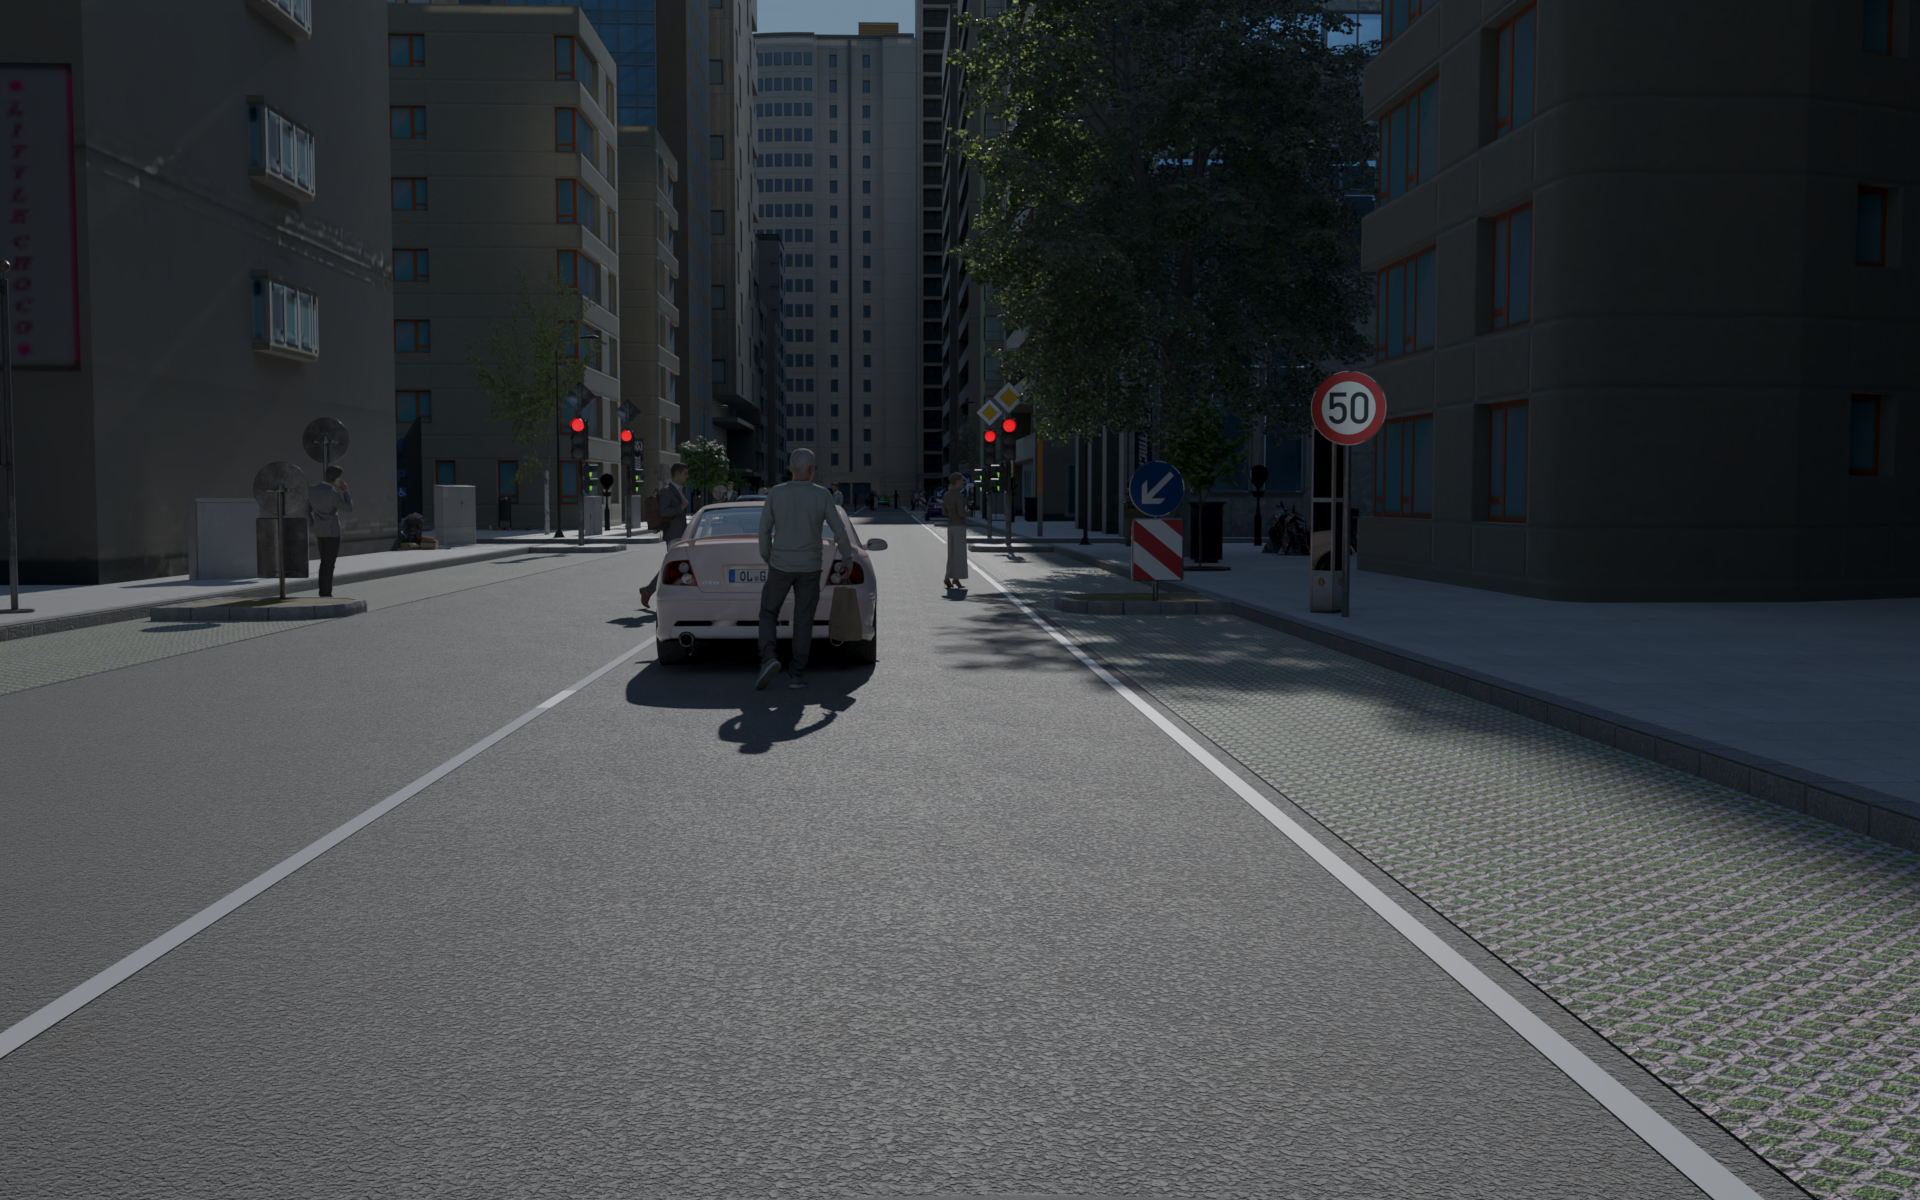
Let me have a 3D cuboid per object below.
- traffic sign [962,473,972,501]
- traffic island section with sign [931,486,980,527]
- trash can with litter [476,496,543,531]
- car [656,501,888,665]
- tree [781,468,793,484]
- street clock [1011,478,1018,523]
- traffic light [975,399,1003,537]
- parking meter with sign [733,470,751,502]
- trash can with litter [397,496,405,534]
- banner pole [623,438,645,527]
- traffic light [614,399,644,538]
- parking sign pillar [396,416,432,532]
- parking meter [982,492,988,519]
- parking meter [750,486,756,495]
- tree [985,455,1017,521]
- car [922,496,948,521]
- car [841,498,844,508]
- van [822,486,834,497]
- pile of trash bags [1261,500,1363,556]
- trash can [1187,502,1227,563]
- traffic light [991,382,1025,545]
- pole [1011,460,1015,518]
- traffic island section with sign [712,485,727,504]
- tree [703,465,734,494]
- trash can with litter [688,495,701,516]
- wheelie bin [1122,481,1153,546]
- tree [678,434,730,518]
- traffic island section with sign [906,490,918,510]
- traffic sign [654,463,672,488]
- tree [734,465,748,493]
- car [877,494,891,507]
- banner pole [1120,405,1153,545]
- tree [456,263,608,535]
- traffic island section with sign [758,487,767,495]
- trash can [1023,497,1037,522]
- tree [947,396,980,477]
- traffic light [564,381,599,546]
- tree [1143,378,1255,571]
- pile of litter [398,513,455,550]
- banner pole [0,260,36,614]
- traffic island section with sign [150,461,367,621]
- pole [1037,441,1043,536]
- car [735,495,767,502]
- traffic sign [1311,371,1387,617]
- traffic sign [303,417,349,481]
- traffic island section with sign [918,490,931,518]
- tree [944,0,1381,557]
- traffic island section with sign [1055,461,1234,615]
[{"bbox_3d":[0.339,-6.357,104.034,0.768,2.556,0.104,0,4,-2],"label":"traffic sign"},{"bbox_3d":[-0.141,-4.127,76.111,1.989,1.847,2.006,0,4,-2],"label":"traffic island section with sign"},{"bbox_3d":[-15.715,-3.038,60.734,2.233,1.210,1.678,2,4,24],"label":"trash can with litter"},{"bbox_3d":[-1.698,-0.220,15.961,2.083,1.381,4.827,0,4,-3],"label":"car"},{"bbox_3d":[-17.596,-12.307,184.930,4.285,4.588,4.351,0,3,0],"label":"tree"},{"bbox_3d":[2.351,-4.476,77.757,0.471,2.002,0.358,1,4,13],"label":"street clock"},{"bbox_3d":[0.857,-3.823,51.419,0.839,4.253,0.868,0,4,-2],"label":"traffic light"},{"bbox_3d":[-15.404,-7.848,124.574,1.738,3.016,0.543,0,4,2],"label":"parking meter with sign"},{"bbox_3d":[-18.283,-2.747,55.978,1.678,1.210,2.233,-1,4,-20],"label":"trash can with litter"},{"bbox_3d":[-12.850,-4.784,68.238,0.863,3.779,0.401,-1,4,-10],"label":"banner pole"},{"bbox_3d":[-9.743,-3.794,50.951,0.839,4.253,0.868,0,4,-2],"label":"traffic light"},{"bbox_3d":[-18.940,-4.346,59.529,1.447,3.967,1.447,0,4,5],"label":"parking sign pillar"},{"bbox_3d":[1.323,-4.983,89.875,0.372,1.533,0.369,0,3,0],"label":"parking meter"},{"bbox_3d":[-14.595,-7.113,122.004,0.399,1.863,0.255,2,4,26],"label":"parking meter"},{"bbox_3d":[1.631,-5.420,83.224,1.663,3.219,1.824,0,3,0],"label":"tree"},{"bbox_3d":[-1.034,-4.895,92.616,1.945,1.354,3.894,0,4,-2],"label":"car"},{"bbox_3d":[-11.242,-8.865,153.734,1.959,1.807,4.718,0,4,-4],"label":"car"},{"bbox_3d":[-10.465,-7.860,132.900,2.240,2.365,5.245,0,4,-4],"label":"van"},{"bbox_3d":[7.538,-1.627,36.349,1.912,1.369,3.447,0,4,-1],"label":"pile of trash bags"},{"bbox_3d":[4.602,-1.265,32.333,0.748,1.137,0.748,0,3,0],"label":"trash can"},{"bbox_3d":[1.199,-3.335,43.441,0.839,4.253,0.868,0,4,-2],"label":"traffic light"},{"bbox_3d":[2.831,-6.010,92.101,0.158,3.312,0.155,0,3,0],"label":"pole"},{"bbox_3d":[-10.546,-4.140,76.324,1.989,1.847,2.006,0,4,-2],"label":"traffic island section with sign"},{"bbox_3d":[-14.649,-6.681,103.827,1.663,3.219,1.824,0,3,0],"label":"tree"},{"bbox_3d":[-15.595,-5.469,100.483,2.233,1.210,1.678,0,4,-1],"label":"trash can with litter"},{"bbox_3d":[4.408,-2.112,42.437,0.980,1.594,0.693,2,4,26],"label":"wheelie bin"},{"bbox_3d":[-13.980,-6.737,93.861,4.285,4.588,4.351,0,3,0],"label":"tree"},{"bbox_3d":[-4.613,-10.503,180.356,1.989,1.847,2.006,0,4,-2],"label":"traffic island section with sign"},{"bbox_3d":[-12.367,-4.404,72.109,0.768,2.556,0.104,0,4,-1],"label":"traffic sign"},{"bbox_3d":[-14.915,-7.297,113.899,1.663,3.219,1.824,0,3,0],"label":"tree"},{"bbox_3d":[-8.857,-11.501,196.841,1.959,1.807,4.718,0,4,-2],"label":"car"},{"bbox_3d":[4.505,-3.308,44.098,0.863,3.779,0.401,0,4,-1],"label":"banner pole"},{"bbox_3d":[-13.298,-6.372,54.543,4.737,8.622,4.395,0,3,0],"label":"tree"},{"bbox_3d":[-11.716,-5.819,103.771,1.989,1.847,2.006,0,4,-2],"label":"traffic island section with sign"},{"bbox_3d":[3.283,-4.170,79.832,0.748,1.137,0.748,0,3,0],"label":"trash can"},{"bbox_3d":[0.765,-10.986,129.979,4.360,8.622,3.978,0,3,0],"label":"tree"},{"bbox_3d":[-9.402,-3.306,42.973,0.839,4.253,0.868,0,4,-2],"label":"traffic light"},{"bbox_3d":[4.170,-2.108,29.062,1.663,3.219,1.824,0,3,0],"label":"tree"},{"bbox_3d":[-12.565,-1.591,39.985,1.719,0.858,1.176,0,4,-5],"label":"pile of litter"},{"bbox_3d":[-10.246,-1.738,18.427,0.401,3.779,0.863,0,4,0],"label":"banner pole"},{"bbox_3d":[-8.148,-0.721,20.417,1.989,1.847,2.006,0,4,-2],"label":"traffic island section with sign"},{"bbox_3d":[2.425,-3.578,52.347,0.158,3.312,0.155,0,3,0],"label":"pole"},{"bbox_3d":[-6.360,-2.594,54.410,2.014,1.417,4.499,0,4,-3],"label":"car"},{"bbox_3d":[4.019,-1.093,17.984,0.768,2.556,0.104,0,4,7],"label":"traffic sign"},{"bbox_3d":[-10.503,-1.749,28.704,0.768,2.556,0.104,0,4,-1],"label":"traffic sign"},{"bbox_3d":[-1.307,-5.775,103.041,1.989,1.847,2.006,0,4,-2],"label":"traffic island section with sign"},{"bbox_3d":[4.359,-7.861,35.190,9.857,13.997,8.962,0,3,0],"label":"tree"},{"bbox_3d":[2.202,-0.778,21.350,1.989,1.847,2.006,0,4,-2],"label":"traffic island section with sign"}]
